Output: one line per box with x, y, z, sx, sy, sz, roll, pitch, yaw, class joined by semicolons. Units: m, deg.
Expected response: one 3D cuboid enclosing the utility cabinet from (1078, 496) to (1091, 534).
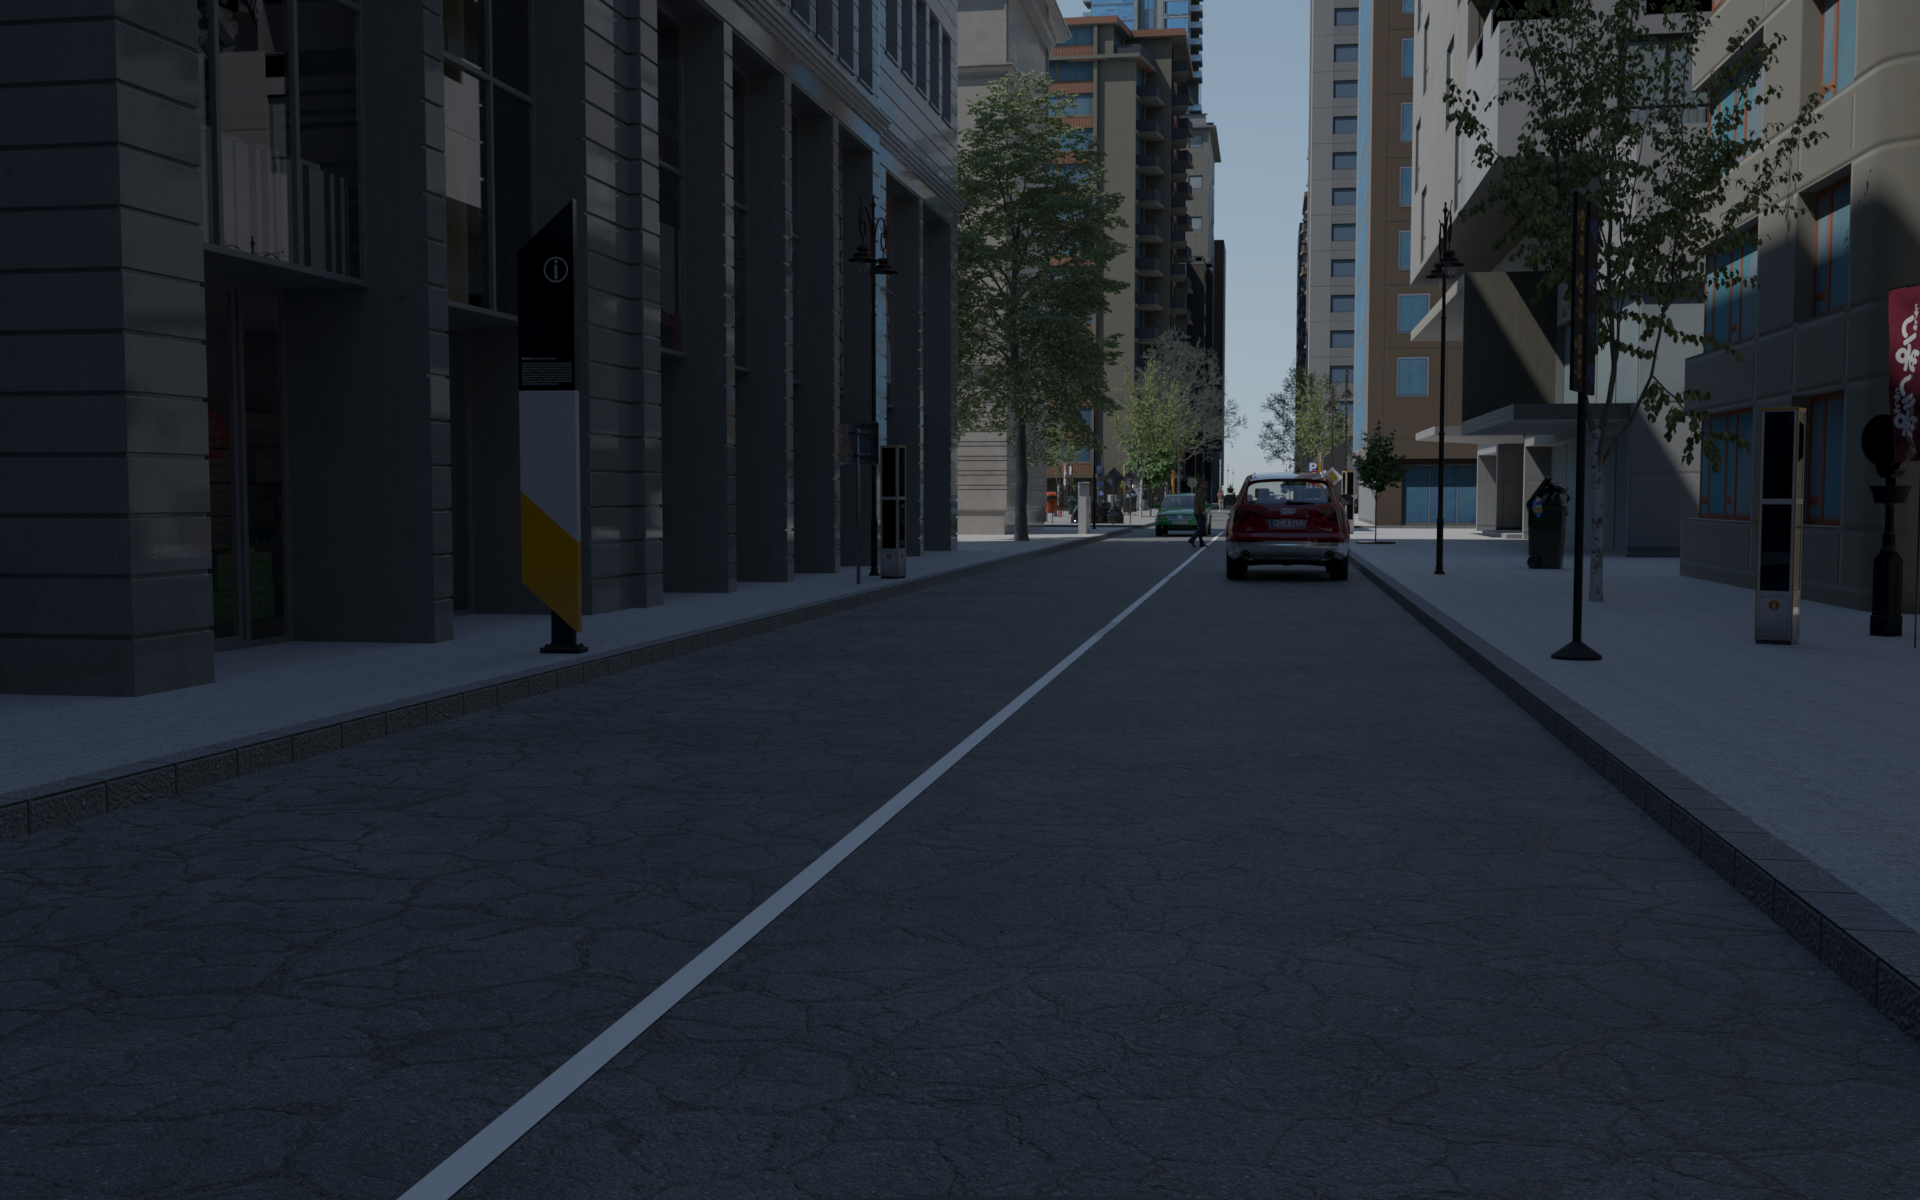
4.024;-2.736;55.896;0.306;1.237;1.020;1;4;12;utility cabinet

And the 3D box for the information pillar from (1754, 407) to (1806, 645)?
7.016;-0.632;14.817;0.304;2.012;0.304;3;4;36;information pillar

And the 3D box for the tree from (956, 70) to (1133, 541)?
1.349;-7.892;47.168;7.486;12.596;7.792;0;3;0;tree

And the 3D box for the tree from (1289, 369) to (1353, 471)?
21.084;-9.250;101.592;4.737;8.622;4.395;0;3;0;tree

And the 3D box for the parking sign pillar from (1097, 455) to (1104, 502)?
9.669;-7.980;118.937;1.447;3.967;1.447;0;4;2;parking sign pillar

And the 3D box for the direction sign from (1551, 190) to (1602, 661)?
4.805;-1.309;13.392;0.379;3.537;0.876;2;4;30;direction sign

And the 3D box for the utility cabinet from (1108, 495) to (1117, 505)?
11.979;-7.643;136.130;0.306;1.237;1.020;2;4;34;utility cabinet

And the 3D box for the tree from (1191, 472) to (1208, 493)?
21.458;-9.834;155.385;1.663;3.219;1.824;0;3;0;tree

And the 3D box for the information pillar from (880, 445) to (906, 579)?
-1.014;-1.332;26.273;0.304;2.012;0.304;1;4;23;information pillar

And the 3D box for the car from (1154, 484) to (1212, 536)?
7.793;-3.147;60.253;1.959;1.807;4.718;1;4;11;car

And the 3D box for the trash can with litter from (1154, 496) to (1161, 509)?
16.696;-8.135;144.394;1.055;1.170;0.624;0;4;6;trash can with litter

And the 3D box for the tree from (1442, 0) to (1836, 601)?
7.614;-4.277;20.288;4.737;8.622;4.395;0;3;0;tree

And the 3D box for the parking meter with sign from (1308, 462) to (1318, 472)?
19.493;-6.094;95.896;0.543;3.016;1.738;1;4;9;parking meter with sign

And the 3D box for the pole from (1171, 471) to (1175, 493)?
16.393;-8.544;133.541;0.158;3.312;0.155;0;3;0;pole

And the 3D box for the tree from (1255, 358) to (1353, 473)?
23.758;-11.290;119.006;7.601;10.594;8.767;1;4;14;tree

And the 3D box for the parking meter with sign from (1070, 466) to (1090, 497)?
7.756;-6.850;108.252;1.738;3.016;0.543;0;4;-7;parking meter with sign

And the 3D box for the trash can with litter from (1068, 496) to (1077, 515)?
7.086;-5.824;106.609;0.624;1.170;1.055;-2;4;-33;trash can with litter

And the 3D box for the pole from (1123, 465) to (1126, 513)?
11.406;-7.713;119.956;0.158;3.312;0.155;0;3;0;pole

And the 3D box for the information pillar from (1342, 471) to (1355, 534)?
12.431;-3.120;55.502;0.304;2.012;0.304;-1;4;-15;information pillar

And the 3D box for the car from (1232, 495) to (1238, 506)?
31.381;-11.102;193.881;2.083;1.381;4.827;1;4;9;car

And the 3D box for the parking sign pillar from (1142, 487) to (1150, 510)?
14.180;-9.016;135.878;1.447;3.967;1.447;3;5;42;parking sign pillar

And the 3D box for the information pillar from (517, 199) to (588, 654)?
-3.284;-1.380;13.911;0.504;3.616;0.183;0;4;8;information pillar

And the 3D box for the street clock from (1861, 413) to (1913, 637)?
8.376;-0.675;15.609;0.358;2.002;0.471;-1;4;-20;street clock

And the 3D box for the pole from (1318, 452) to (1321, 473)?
17.379;-5.490;83.605;0.158;3.312;0.155;0;3;0;pole

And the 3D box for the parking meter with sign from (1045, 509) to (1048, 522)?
3.594;-5.108;79.780;0.543;3.016;1.738;1;4;20;parking meter with sign

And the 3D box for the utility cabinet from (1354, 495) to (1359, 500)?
28.270;-6.901;123.995;0.306;1.237;1.020;-1;4;-16;utility cabinet

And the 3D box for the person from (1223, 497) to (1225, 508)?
27.496;-10.353;181.001;0.697;1.427;0.421;2;4;33;person

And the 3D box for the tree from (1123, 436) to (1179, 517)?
10.781;-7.004;98.229;4.285;4.588;4.351;0;3;0;tree

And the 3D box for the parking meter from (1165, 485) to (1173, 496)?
12.550;-6.015;104.053;0.399;1.863;0.255;-3;4;-36;parking meter

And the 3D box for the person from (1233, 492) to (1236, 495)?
38.258;-14.221;241.684;0.551;1.740;0.621;2;4;31;person

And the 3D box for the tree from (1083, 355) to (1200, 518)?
9.736;-8.693;92.501;4.737;8.622;4.395;0;3;0;tree

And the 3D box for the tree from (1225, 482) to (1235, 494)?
44.481;-17.755;284.893;1.663;3.219;1.824;0;3;0;tree

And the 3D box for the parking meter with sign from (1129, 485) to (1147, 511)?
13.702;-8.406;133.693;0.543;3.016;1.738;-3;5;-45;parking meter with sign

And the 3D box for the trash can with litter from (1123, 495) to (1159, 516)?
10.439;-5.677;103.883;2.233;1.210;1.678;-3;4;-37;trash can with litter

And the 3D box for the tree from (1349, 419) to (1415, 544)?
10.895;-3.067;44.740;1.663;3.219;1.824;0;3;0;tree

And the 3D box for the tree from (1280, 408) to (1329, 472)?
27.787;-11.507;138.497;4.360;8.622;3.978;0;3;0;tree

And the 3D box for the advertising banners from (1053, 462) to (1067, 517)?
5.592;-6.158;96.864;0.090;3.025;2.074;-1;4;-18;advertising banners

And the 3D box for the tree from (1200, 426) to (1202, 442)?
13.187;-9.765;110.024;4.737;8.622;4.395;0;3;0;tree

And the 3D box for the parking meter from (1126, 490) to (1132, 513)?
11.348;-6.603;116.364;0.372;1.533;0.369;0;3;0;parking meter

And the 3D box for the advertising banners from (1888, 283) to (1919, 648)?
7.994;-1.078;13.814;0.090;3.025;2.074;0;4;-4;advertising banners

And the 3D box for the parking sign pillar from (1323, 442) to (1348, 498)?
19.413;-6.201;89.860;1.447;3.967;1.447;3;4;37;parking sign pillar

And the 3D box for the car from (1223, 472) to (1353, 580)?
5.761;-1.334;30.481;2.281;1.827;5.304;1;4;11;car

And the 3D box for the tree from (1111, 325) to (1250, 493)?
15.893;-13.206;126.290;12.009;13.543;11.850;0;3;0;tree

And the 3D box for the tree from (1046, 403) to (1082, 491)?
7.990;-11.526;138.819;4.737;8.622;4.395;0;3;0;tree
